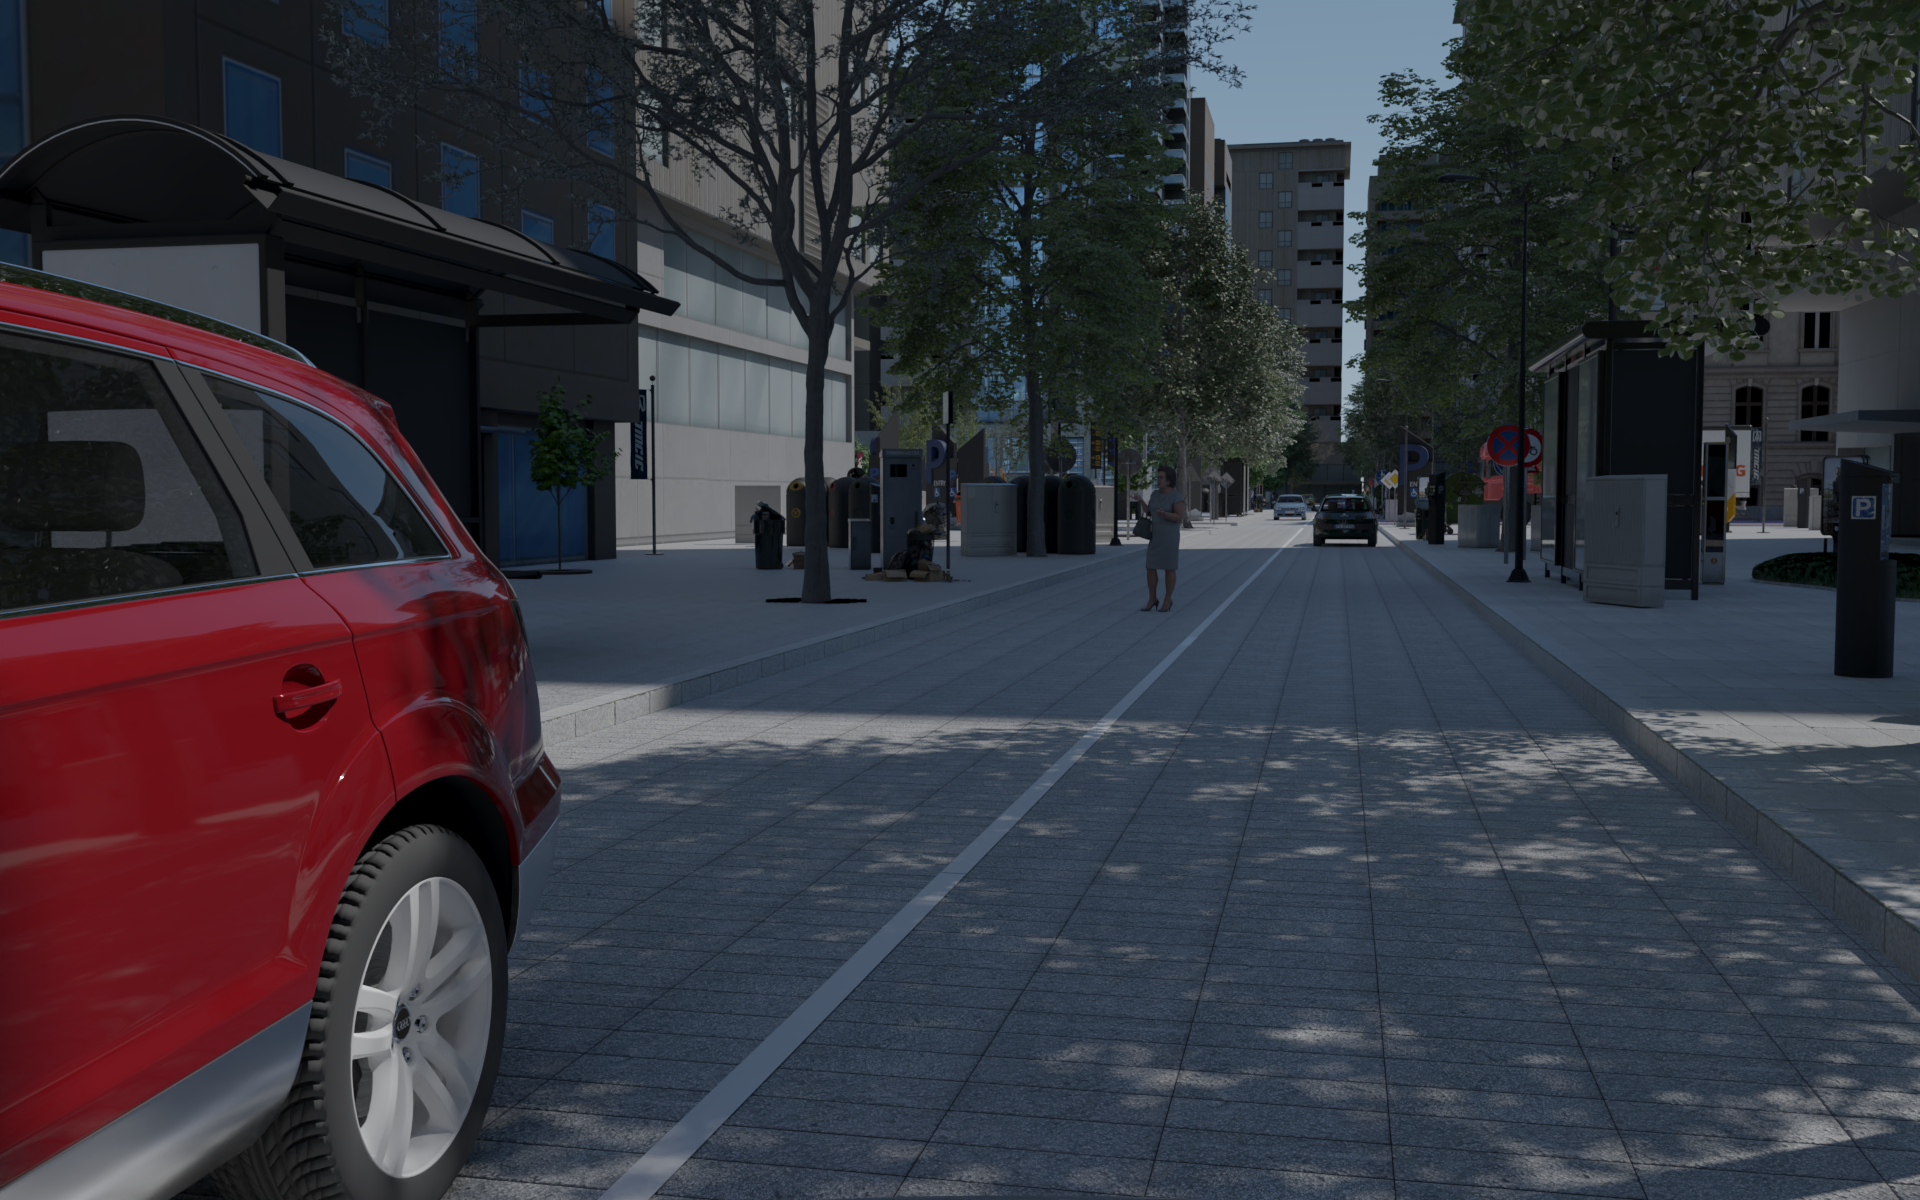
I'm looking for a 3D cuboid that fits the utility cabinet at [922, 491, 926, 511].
[{"bbox_3d":[-2.885,-7.150,125.586,0.318,1.500,1.173,2,4,29],"label":"utility cabinet"}]

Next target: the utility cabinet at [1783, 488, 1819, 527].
[{"bbox_3d":[32.116,-3.515,66.150,1.173,1.500,0.318,2,4,24],"label":"utility cabinet"}]

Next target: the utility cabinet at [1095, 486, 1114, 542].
[{"bbox_3d":[3.565,-2.271,45.812,1.173,1.500,0.318,-3,4,-37],"label":"utility cabinet"}]

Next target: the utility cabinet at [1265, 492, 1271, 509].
[{"bbox_3d":[27.026,-8.761,151.919,0.318,1.500,1.173,1,4,19],"label":"utility cabinet"}]

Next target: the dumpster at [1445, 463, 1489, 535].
[{"bbox_3d":[16.089,-3.240,55.462,1.502,2.255,1.985,1,4,12],"label":"dumpster"}]

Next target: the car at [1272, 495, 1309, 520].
[{"bbox_3d":[18.282,-5.127,95.829,2.014,1.417,4.499,1,4,12],"label":"car"}]

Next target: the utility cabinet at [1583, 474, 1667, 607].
[{"bbox_3d":[7.631,-0.688,19.936,0.318,1.500,1.173,-1,4,-12],"label":"utility cabinet"}]

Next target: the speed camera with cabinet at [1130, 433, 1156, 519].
[{"bbox_3d":[6.031,-3.735,55.401,0.660,3.252,2.038,2,4,31],"label":"speed camera with cabinet"}]

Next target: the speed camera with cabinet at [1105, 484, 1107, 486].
[{"bbox_3d":[11.947,-9.068,142.602,0.660,3.252,2.038,-1,4,-13],"label":"speed camera with cabinet"}]

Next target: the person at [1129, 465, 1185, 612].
[{"bbox_3d":[2.358,-0.748,21.091,0.716,1.782,0.532,3,5,45],"label":"person"}]

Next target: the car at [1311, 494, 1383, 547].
[{"bbox_3d":[10.854,-2.377,48.653,2.009,1.686,4.222,1,4,14],"label":"car"}]

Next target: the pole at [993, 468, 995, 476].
[{"bbox_3d":[2.654,-8.691,135.934,0.158,3.312,0.155,0,3,0],"label":"pole"}]

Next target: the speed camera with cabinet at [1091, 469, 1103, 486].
[{"bbox_3d":[8.175,-6.756,104.800,0.660,3.252,2.038,1,4,8],"label":"speed camera with cabinet"}]

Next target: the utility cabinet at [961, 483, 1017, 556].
[{"bbox_3d":[0.600,-1.652,35.692,1.173,1.500,0.318,-2,4,-29],"label":"utility cabinet"}]

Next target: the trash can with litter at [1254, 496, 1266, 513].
[{"bbox_3d":[20.745,-6.646,120.052,0.624,1.170,1.055,2,4,27],"label":"trash can with litter"}]

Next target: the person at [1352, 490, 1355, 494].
[{"bbox_3d":[32.451,-8.206,143.154,0.515,1.767,0.782,2,4,24],"label":"person"}]

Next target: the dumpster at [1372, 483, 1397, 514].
[{"bbox_3d":[26.911,-6.556,109.687,1.502,2.255,1.985,1,4,12],"label":"dumpster"}]

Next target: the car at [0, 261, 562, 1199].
[{"bbox_3d":[-2.293,0.402,2.096,2.281,1.827,5.304,1,4,10],"label":"car"}]

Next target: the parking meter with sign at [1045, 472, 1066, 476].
[{"bbox_3d":[8.173,-9.489,151.400,1.738,3.016,0.543,1,4,20],"label":"parking meter with sign"}]

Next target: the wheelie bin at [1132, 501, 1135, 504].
[{"bbox_3d":[15.432,-8.977,154.684,0.693,1.594,0.980,-2,4,-31],"label":"wheelie bin"}]

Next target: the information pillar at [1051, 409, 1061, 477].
[{"bbox_3d":[2.609,-3.425,47.351,0.183,3.616,0.504,-1,4,-22],"label":"information pillar"}]

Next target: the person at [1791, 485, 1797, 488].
[{"bbox_3d":[33.008,-3.664,68.646,0.529,1.795,0.600,0,4,6],"label":"person"}]

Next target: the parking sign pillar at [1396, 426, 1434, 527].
[{"bbox_3d":[17.832,-4.852,67.801,1.447,3.967,1.447,1,4,23],"label":"parking sign pillar"}]

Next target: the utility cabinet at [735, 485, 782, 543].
[{"bbox_3d":[-5.162,-2.184,44.388,1.173,1.500,0.318,0,4,-1],"label":"utility cabinet"}]

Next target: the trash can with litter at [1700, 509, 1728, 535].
[{"bbox_3d":[23.243,-2.597,53.856,1.055,1.170,0.624,0,4,6],"label":"trash can with litter"}]

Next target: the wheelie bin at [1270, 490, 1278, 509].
[{"bbox_3d":[26.887,-8.592,148.395,0.693,1.594,0.980,0,4,3],"label":"wheelie bin"}]

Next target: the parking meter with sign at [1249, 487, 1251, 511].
[{"bbox_3d":[22.197,-8.418,133.893,0.543,3.016,1.738,0,4,-1],"label":"parking meter with sign"}]

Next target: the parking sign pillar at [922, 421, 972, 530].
[{"bbox_3d":[-0.663,-4.480,61.722,1.447,3.967,1.447,-3,4,-37],"label":"parking sign pillar"}]

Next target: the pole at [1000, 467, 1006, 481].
[{"bbox_3d":[3.195,-8.481,132.511,0.158,3.312,0.155,0,3,0],"label":"pole"}]

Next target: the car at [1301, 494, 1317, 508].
[{"bbox_3d":[36.743,-10.589,183.350,2.015,1.641,3.980,1,4,13],"label":"car"}]

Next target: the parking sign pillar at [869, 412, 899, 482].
[{"bbox_3d":[-2.461,-4.137,56.116,1.447,3.967,1.447,2,4,26],"label":"parking sign pillar"}]

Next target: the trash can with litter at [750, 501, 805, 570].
[{"bbox_3d":[-3.037,-1.115,29.610,1.055,1.170,0.624,-1,4,-16],"label":"trash can with litter"}]

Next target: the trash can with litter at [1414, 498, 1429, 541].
[{"bbox_3d":[13.034,-2.246,48.106,0.624,1.170,1.055,0,4,-7],"label":"trash can with litter"}]

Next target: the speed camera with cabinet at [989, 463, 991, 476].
[{"bbox_3d":[1.675,-7.134,110.976,0.660,3.252,2.038,0,4,-5],"label":"speed camera with cabinet"}]

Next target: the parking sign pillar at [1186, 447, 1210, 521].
[{"bbox_3d":[10.814,-5.710,81.823,1.447,3.967,1.447,-3,5,-43],"label":"parking sign pillar"}]

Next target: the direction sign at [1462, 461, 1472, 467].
[{"bbox_3d":[34.959,-7.804,119.594,0.379,3.537,0.876,-2,4,-33],"label":"direction sign"}]

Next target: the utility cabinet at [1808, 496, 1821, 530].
[{"bbox_3d":[30.593,-3.065,61.278,1.020,1.237,0.306,0,4,-3],"label":"utility cabinet"}]

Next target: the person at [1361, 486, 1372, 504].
[{"bbox_3d":[18.418,-4.272,78.588,0.600,1.795,0.529,-2,4,-28],"label":"person"}]

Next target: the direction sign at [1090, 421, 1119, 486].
[{"bbox_3d":[4.494,-3.788,53.925,0.876,3.537,0.379,0,4,-2],"label":"direction sign"}]

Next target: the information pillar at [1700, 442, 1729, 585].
[{"bbox_3d":[10.693,-1.227,24.557,0.304,2.012,0.304,1,4,18],"label":"information pillar"}]

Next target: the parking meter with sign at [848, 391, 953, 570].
[{"bbox_3d":[-1.016,-2.029,29.432,1.738,3.016,0.543,-1,4,-10],"label":"parking meter with sign"}]

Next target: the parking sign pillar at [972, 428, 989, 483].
[{"bbox_3d":[0.555,-5.051,71.062,1.447,3.967,1.447,3,4,36],"label":"parking sign pillar"}]

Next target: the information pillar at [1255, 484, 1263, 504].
[{"bbox_3d":[21.786,-7.425,125.891,0.304,2.012,0.304,-2,4,-27],"label":"information pillar"}]

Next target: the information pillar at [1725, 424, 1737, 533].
[{"bbox_3d":[25.508,-4.039,57.391,0.183,3.616,0.504,-1,4,-18],"label":"information pillar"}]
